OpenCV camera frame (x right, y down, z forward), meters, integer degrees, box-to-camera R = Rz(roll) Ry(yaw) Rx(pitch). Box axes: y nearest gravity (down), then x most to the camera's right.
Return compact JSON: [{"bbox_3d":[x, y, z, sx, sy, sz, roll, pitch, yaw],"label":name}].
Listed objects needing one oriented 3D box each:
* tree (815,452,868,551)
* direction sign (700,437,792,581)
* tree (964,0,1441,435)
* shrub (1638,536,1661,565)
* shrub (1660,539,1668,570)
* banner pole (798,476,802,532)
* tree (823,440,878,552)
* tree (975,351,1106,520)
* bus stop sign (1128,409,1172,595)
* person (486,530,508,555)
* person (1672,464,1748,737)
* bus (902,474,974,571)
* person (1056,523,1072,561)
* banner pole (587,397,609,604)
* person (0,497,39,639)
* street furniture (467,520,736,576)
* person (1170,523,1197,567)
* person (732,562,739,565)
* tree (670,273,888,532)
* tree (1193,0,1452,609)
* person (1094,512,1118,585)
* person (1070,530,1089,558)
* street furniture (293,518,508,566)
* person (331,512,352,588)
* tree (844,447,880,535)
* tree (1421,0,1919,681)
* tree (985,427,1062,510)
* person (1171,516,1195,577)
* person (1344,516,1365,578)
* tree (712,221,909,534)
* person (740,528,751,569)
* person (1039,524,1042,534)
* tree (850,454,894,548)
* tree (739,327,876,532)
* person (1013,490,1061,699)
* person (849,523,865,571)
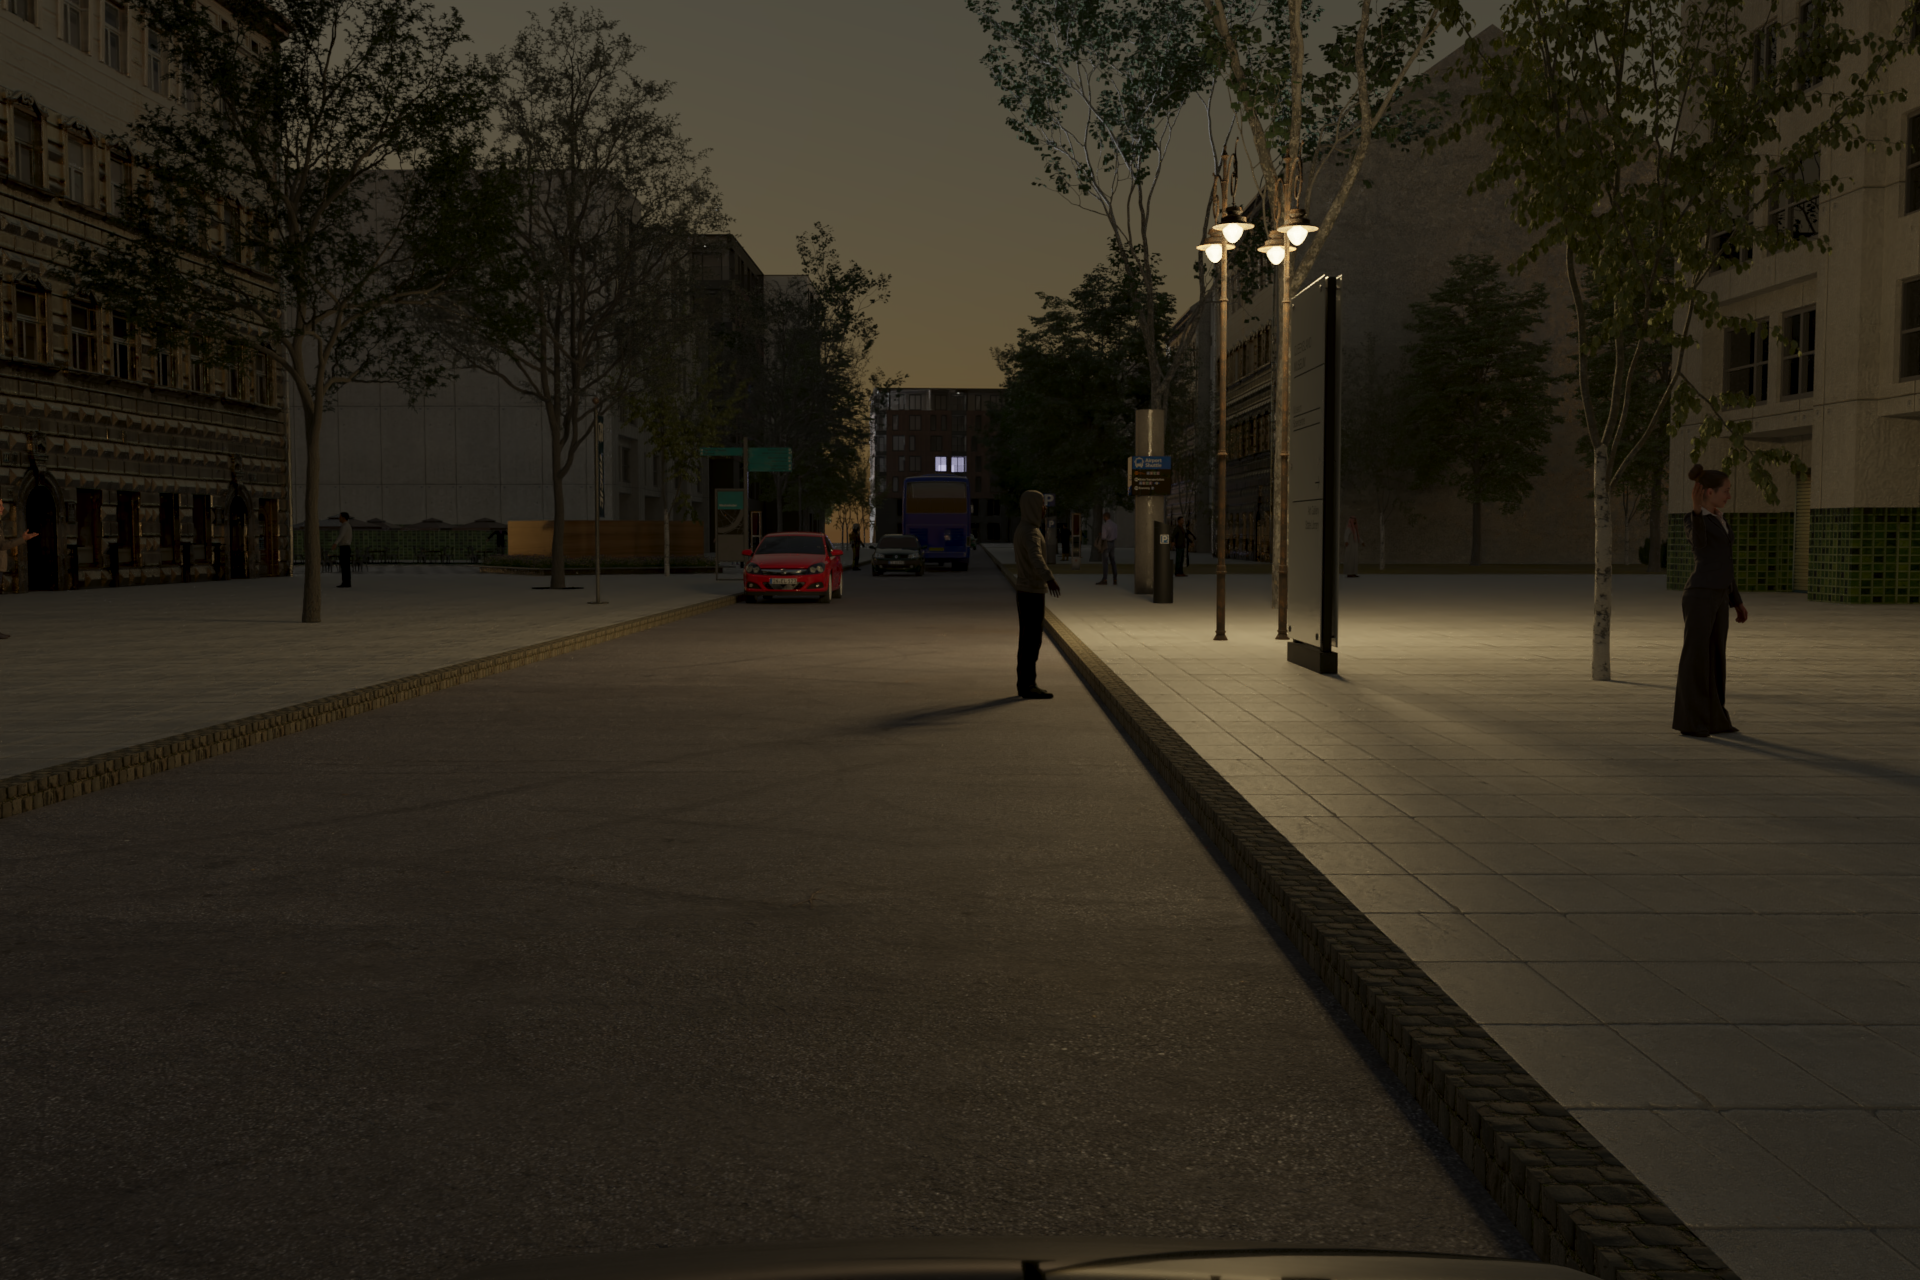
[{"bbox_3d":[-8.583,-11.272,134.656,4.360,8.622,3.978,0,3,0],"label":"tree"},{"bbox_3d":[-5.887,-3.640,48.273,2.525,3.948,1.411,0,4,0],"label":"direction sign"},{"bbox_3d":[6.871,-11.868,49.936,12.611,20.169,13.585,0,3,0],"label":"tree"},{"bbox_3d":[28.211,-3.655,70.868,1.383,1.207,1.383,0,3,0],"label":"shrub"},{"bbox_3d":[25.424,-3.112,61.999,1.383,1.207,1.383,0,3,0],"label":"shrub"},{"bbox_3d":[-6.878,-5.183,74.752,0.401,3.779,0.863,0,3,0],"label":"banner pole"},{"bbox_3d":[-8.702,-10.698,125.276,4.360,8.622,3.978,0,3,0],"label":"tree"},{"bbox_3d":[6.172,-13.079,120.504,9.857,13.997,8.962,0,3,0],"label":"tree"},{"bbox_3d":[4.034,-2.929,36.907,0.837,3.901,0.837,0,3,0],"label":"bus stop sign"},{"bbox_3d":[-21.722,-4.629,81.911,1.346,1.802,0.704,-2,4,-24],"label":"person"},{"bbox_3d":[4.743,-0.247,10.885,0.445,1.727,0.742,1,4,18],"label":"person"},{"bbox_3d":[-0.860,-4.793,69.919,2.896,3.916,12.251,0,3,0],"label":"bus"},{"bbox_3d":[5.017,-4.695,82.898,1.346,1.812,0.704,-2,4,-35],"label":"person"},{"bbox_3d":[-6.665,-2.570,32.040,0.401,3.779,0.863,0,4,1],"label":"banner pole"},{"bbox_3d":[-11.691,-0.899,21.268,0.750,1.759,0.617,-1,4,-21],"label":"person"},{"bbox_3d":[-12.619,-3.049,56.713,9.812,1.723,11.010,-2,4,-34],"label":"street furniture"},{"bbox_3d":[8.754,-3.734,67.766,1.216,1.740,0.721,-1,4,-20],"label":"person"},{"bbox_3d":[-9.319,-3.824,71.797,0.991,1.433,0.599,-1,4,-20],"label":"person"},{"bbox_3d":[-8.520,-10.491,81.895,12.009,13.543,11.850,0,3,0],"label":"tree"},{"bbox_3d":[6.882,-10.558,28.509,12.611,20.169,13.585,0,3,0],"label":"tree"},{"bbox_3d":[3.649,-2.310,43.681,0.709,1.838,0.599,-3,5,-44],"label":"person"},{"bbox_3d":[6.296,-5.258,91.940,1.349,1.833,0.705,-3,5,-40],"label":"person"},{"bbox_3d":[-32.991,-4.003,70.475,27.439,1.986,14.083,1,4,14],"label":"street furniture"},{"bbox_3d":[-14.797,-2.167,41.586,0.704,1.810,1.344,0,4,-5],"label":"person"},{"bbox_3d":[-8.029,-11.657,140.949,4.360,8.622,3.978,0,3,0],"label":"tree"},{"bbox_3d":[5.665,-3.937,14.736,4.737,8.622,4.395,0,3,0],"label":"tree"},{"bbox_3d":[7.131,-14.056,140.184,12.009,13.543,11.850,0,3,0],"label":"tree"},{"bbox_3d":[6.644,-2.813,52.058,0.705,1.821,1.348,2,4,35],"label":"person"},{"bbox_3d":[11.612,-2.754,51.173,0.704,1.811,1.347,2,4,35],"label":"person"},{"bbox_3d":[-9.473,-15.409,107.820,12.611,20.169,13.585,0,3,0],"label":"tree"},{"bbox_3d":[-7.982,-3.575,64.387,1.347,1.837,0.705,-3,4,-39],"label":"person"},{"bbox_3d":[3.794,-4.771,84.131,0.704,1.817,1.347,-1,4,-9],"label":"person"},{"bbox_3d":[-8.373,-12.530,155.224,4.737,8.622,4.395,0,3,0],"label":"tree"},{"bbox_3d":[-8.564,-10.865,95.765,7.486,12.596,7.792,0,3,0],"label":"tree"},{"bbox_3d":[0.653,-0.404,15.196,0.705,1.813,1.348,0,4,-7],"label":"person"},{"bbox_3d":[-4.051,-3.649,67.887,0.705,1.858,1.354,1,4,15],"label":"person"}]
